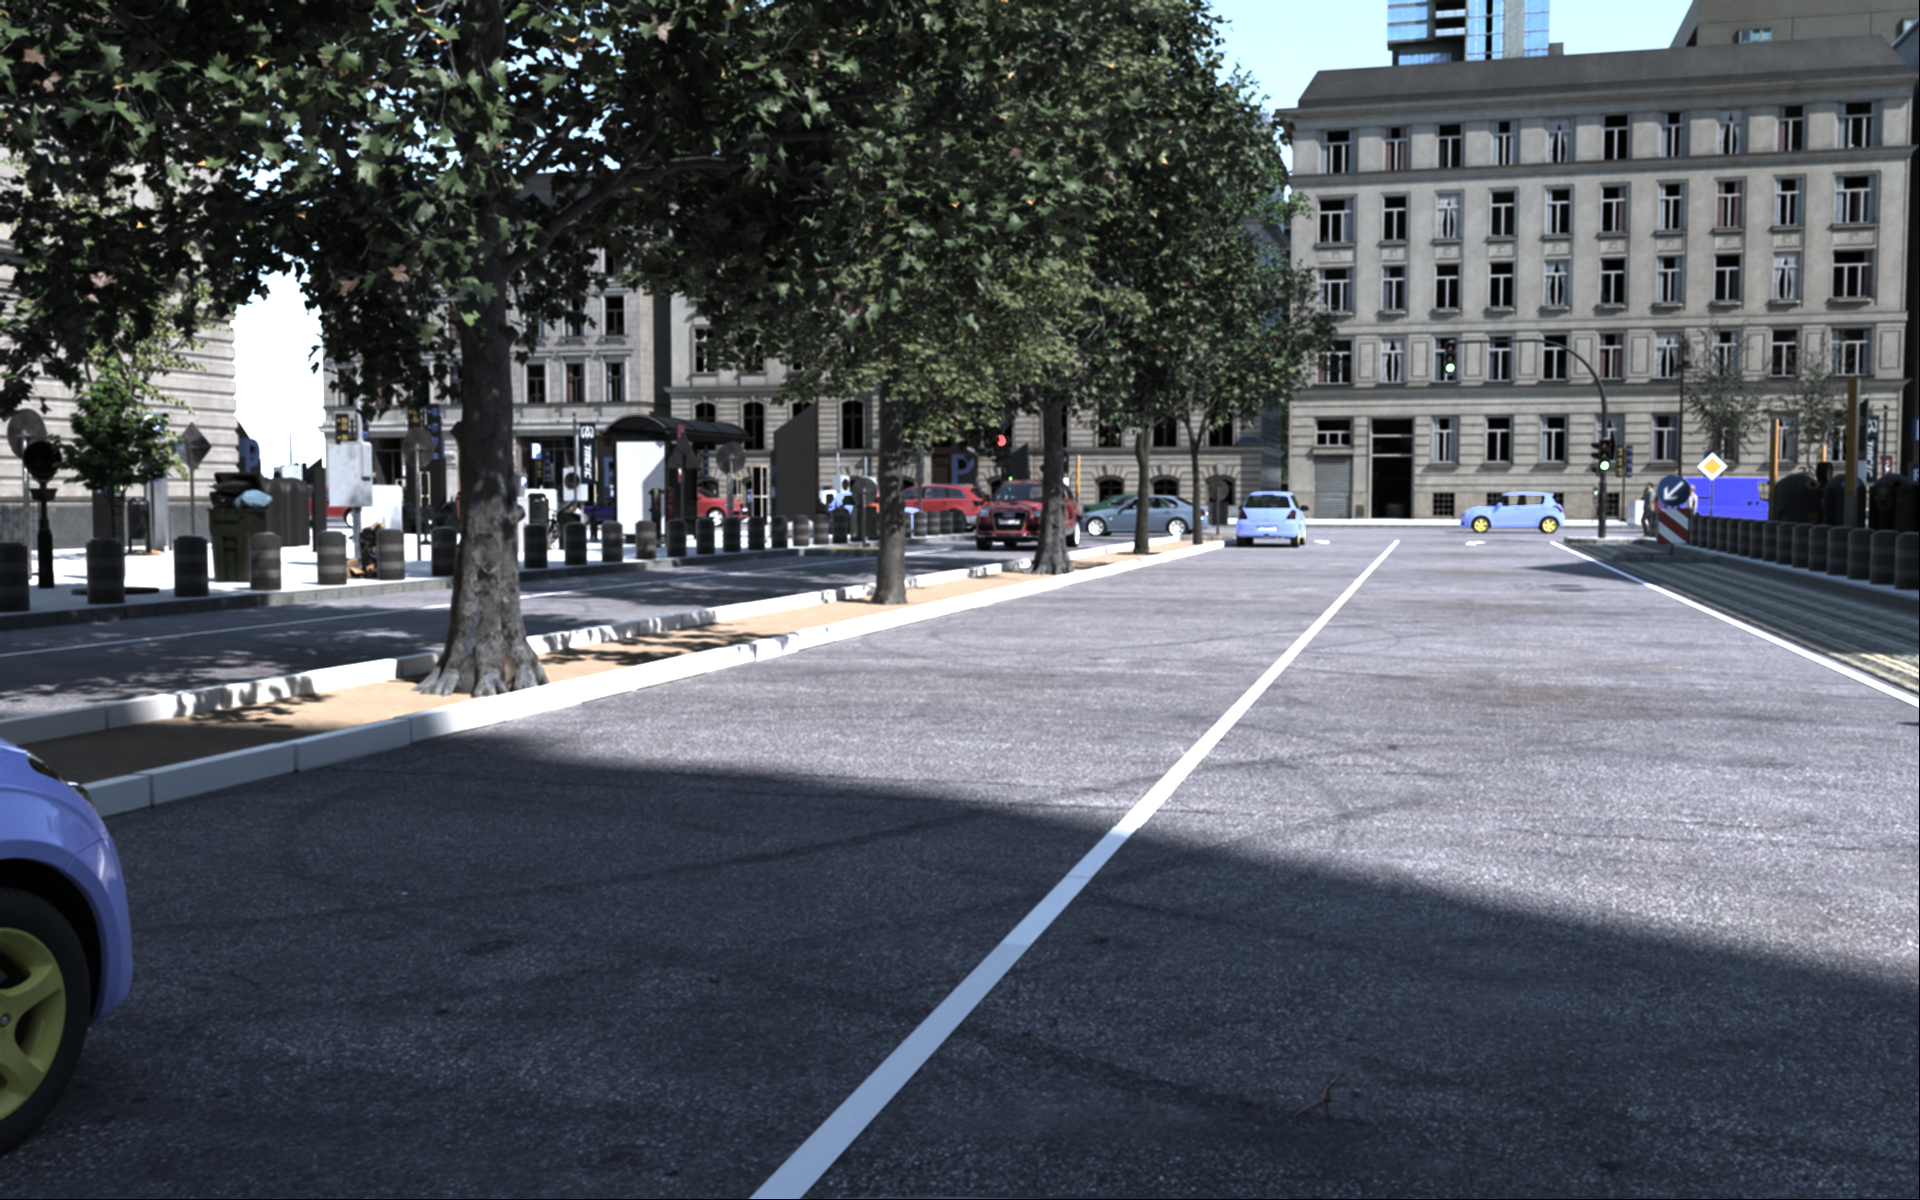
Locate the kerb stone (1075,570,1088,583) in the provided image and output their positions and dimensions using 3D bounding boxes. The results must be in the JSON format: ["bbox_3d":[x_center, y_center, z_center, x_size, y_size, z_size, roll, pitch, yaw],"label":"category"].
[{"bbox_3d":[1.890,-0.369,28.224,0.120,0.150,1.000,1,4,15],"label":"kerb stone"}]

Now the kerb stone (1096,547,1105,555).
[{"bbox_3d":[3.186,-1.129,40.710,0.120,0.150,1.000,1,4,15],"label":"kerb stone"}]

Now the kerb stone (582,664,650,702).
[{"bbox_3d":[-2.515,0.603,12.395,0.120,0.150,1.000,1,4,15],"label":"kerb stone"}]

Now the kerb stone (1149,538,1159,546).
[{"bbox_3d":[5.391,-1.618,48.647,0.120,0.150,1.000,1,4,15],"label":"kerb stone"}]

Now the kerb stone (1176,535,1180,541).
[{"bbox_3d":[6.495,-1.860,52.607,0.120,0.150,1.000,1,4,15],"label":"kerb stone"}]

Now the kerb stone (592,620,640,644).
[{"bbox_3d":[-3.428,0.322,16.933,0.120,0.150,1.000,1,4,15],"label":"kerb stone"}]

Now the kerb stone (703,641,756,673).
[{"bbox_3d":[-1.957,0.479,14.370,0.120,0.150,1.000,1,4,15],"label":"kerb stone"}]

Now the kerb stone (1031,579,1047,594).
[{"bbox_3d":[1.068,-0.187,25.251,0.120,0.150,1.000,1,4,15],"label":"kerb stone"}]

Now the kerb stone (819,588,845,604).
[{"bbox_3d":[-1.778,-0.042,22.878,0.120,0.150,1.000,1,4,15],"label":"kerb stone"}]

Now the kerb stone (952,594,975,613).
[{"bbox_3d":[-0.036,0.055,21.291,0.120,0.150,1.000,1,4,15],"label":"kerb stone"}]

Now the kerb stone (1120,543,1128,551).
[{"bbox_3d":[4.015,-1.315,43.687,0.120,0.150,1.000,1,4,15],"label":"kerb stone"}]

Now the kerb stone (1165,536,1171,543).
[{"bbox_3d":[5.953,-1.739,50.625,0.120,0.150,1.000,1,4,15],"label":"kerb stone"}]

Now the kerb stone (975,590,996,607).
[{"bbox_3d":[0.244,-0.005,22.279,0.120,0.150,1.000,1,4,15],"label":"kerb stone"}]

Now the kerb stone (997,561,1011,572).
[{"bbox_3d":[0.710,-0.585,31.782,0.120,0.150,1.000,1,4,15],"label":"kerb stone"}]

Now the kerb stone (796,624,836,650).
[{"bbox_3d":[-1.420,0.358,16.350,0.120,0.150,1.000,1,4,15],"label":"kerb stone"}]

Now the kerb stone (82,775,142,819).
[{"bbox_3d":[-3.892,0.906,7.445,0.120,0.150,1.000,1,4,15],"label":"kerb stone"}]

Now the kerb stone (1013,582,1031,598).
[{"bbox_3d":[0.793,-0.126,24.261,0.120,0.150,1.000,1,4,15],"label":"kerb stone"}]

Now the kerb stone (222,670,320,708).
[{"bbox_3d":[-4.809,0.629,11.984,0.120,0.150,1.000,1,4,15],"label":"kerb stone"}]

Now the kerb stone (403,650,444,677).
[{"bbox_3d":[-4.255,0.504,13.960,0.120,0.150,1.000,1,4,15],"label":"kerb stone"}]

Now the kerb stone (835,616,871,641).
[{"bbox_3d":[-1.134,0.297,17.334,0.120,0.150,1.000,1,4,15],"label":"kerb stone"}]

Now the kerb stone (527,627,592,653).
[{"bbox_3d":[-3.704,0.382,15.946,0.120,0.150,1.000,1,4,15],"label":"kerb stone"}]

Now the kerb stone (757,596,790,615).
[{"bbox_3d":[-2.323,0.082,20.894,0.120,0.150,1.000,1,4,15],"label":"kerb stone"}]

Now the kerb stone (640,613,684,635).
[{"bbox_3d":[-3.151,0.261,17.927,0.120,0.150,1.000,1,4,15],"label":"kerb stone"}]

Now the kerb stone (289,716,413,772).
[{"bbox_3d":[-3.332,0.785,9.431,0.120,0.150,1.000,1,4,15],"label":"kerb stone"}]

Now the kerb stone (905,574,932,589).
[{"bbox_3d":[-0.669,-0.284,26.833,0.120,0.150,1.000,1,4,15],"label":"kerb stone"}]

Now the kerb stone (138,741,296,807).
[{"bbox_3d":[-3.614,0.842,8.431,0.120,0.150,1.000,1,4,15],"label":"kerb stone"}]

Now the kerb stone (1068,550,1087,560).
[{"bbox_3d":[2.633,-1.011,38.722,0.120,0.150,1.000,1,4,15],"label":"kerb stone"}]

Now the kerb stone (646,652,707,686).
[{"bbox_3d":[-2.238,0.539,13.381,0.120,0.150,1.000,1,4,15],"label":"kerb stone"}]

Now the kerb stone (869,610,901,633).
[{"bbox_3d":[-0.858,0.237,18.326,0.120,0.150,1.000,1,4,15],"label":"kerb stone"}]

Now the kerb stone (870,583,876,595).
[{"bbox_3d":[-1.223,-0.160,24.852,0.120,0.150,1.000,1,4,15],"label":"kerb stone"}]

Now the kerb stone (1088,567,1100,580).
[{"bbox_3d":[2.166,-0.429,29.214,0.120,0.150,1.000,1,4,15],"label":"kerb stone"}]

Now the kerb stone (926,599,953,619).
[{"bbox_3d":[-0.311,0.116,20.303,0.120,0.150,1.000,1,4,15],"label":"kerb stone"}]

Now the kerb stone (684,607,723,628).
[{"bbox_3d":[-2.870,0.200,18.919,0.120,0.150,1.000,1,4,15],"label":"kerb stone"}]

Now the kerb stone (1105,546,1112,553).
[{"bbox_3d":[3.459,-1.193,41.699,0.120,0.150,1.000,1,4,15],"label":"kerb stone"}]

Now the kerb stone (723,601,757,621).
[{"bbox_3d":[-2.604,0.140,19.908,0.120,0.150,1.000,1,4,15],"label":"kerb stone"}]

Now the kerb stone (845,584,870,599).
[{"bbox_3d":[-1.496,-0.102,23.864,0.120,0.150,1.000,1,4,15],"label":"kerb stone"}]

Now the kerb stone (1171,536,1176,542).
[{"bbox_3d":[6.224,-1.799,51.618,0.120,0.150,1.000,1,4,15],"label":"kerb stone"}]

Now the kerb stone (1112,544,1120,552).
[{"bbox_3d":[3.739,-1.254,42.694,0.120,0.150,1.000,1,4,15],"label":"kerb stone"}]

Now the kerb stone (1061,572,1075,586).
[{"bbox_3d":[1.613,-0.308,27.230,0.120,0.150,1.000,1,4,15],"label":"kerb stone"}]

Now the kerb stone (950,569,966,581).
[{"bbox_3d":[-0.125,-0.405,28.813,0.120,0.150,1.000,1,4,15],"label":"kerb stone"}]

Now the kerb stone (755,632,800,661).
[{"bbox_3d":[-1.675,0.423,15.358,0.120,0.150,1.000,1,4,15],"label":"kerb stone"}]

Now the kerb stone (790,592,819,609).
[{"bbox_3d":[-2.045,0.019,21.880,0.120,0.150,1.000,1,4,15],"label":"kerb stone"}]

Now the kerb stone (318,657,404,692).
[{"bbox_3d":[-4.528,0.564,12.969,0.120,0.150,1.000,1,4,15],"label":"kerb stone"}]

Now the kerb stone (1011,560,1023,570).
[{"bbox_3d":[0.976,-0.647,32.780,0.120,0.150,1.000,1,4,15],"label":"kerb stone"}]

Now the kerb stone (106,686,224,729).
[{"bbox_3d":[-5.080,0.686,10.990,0.120,0.150,1.000,1,4,15],"label":"kerb stone"}]

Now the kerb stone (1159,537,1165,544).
[{"bbox_3d":[5.669,-1.678,49.635,0.120,0.150,1.000,1,4,15],"label":"kerb stone"}]

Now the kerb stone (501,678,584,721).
[{"bbox_3d":[-2.785,0.660,11.406,0.120,0.150,1.000,1,4,15],"label":"kerb stone"}]

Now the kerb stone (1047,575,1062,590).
[{"bbox_3d":[1.344,-0.241,26.238,0.120,0.150,1.000,1,4,15],"label":"kerb stone"}]

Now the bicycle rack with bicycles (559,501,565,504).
[{"bbox_3d":[-19.889,-4.451,86.151,2.925,0.926,2.852,1,4,12],"label":"bicycle rack with bicycles"}]

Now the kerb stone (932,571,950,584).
[{"bbox_3d":[-0.400,-0.344,27.822,0.120,0.150,1.000,1,4,15],"label":"kerb stone"}]

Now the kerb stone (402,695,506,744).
[{"bbox_3d":[-3.064,0.720,10.420,0.120,0.150,1.000,1,4,15],"label":"kerb stone"}]

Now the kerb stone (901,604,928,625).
[{"bbox_3d":[-0.587,0.178,19.316,0.120,0.150,1.000,1,4,15],"label":"kerb stone"}]

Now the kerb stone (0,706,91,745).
[{"bbox_3d":[-5.357,0.746,10.003,0.120,0.150,1.000,1,4,15],"label":"kerb stone"}]

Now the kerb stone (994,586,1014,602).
[{"bbox_3d":[0.516,-0.066,23.274,0.120,0.150,1.000,1,4,15],"label":"kerb stone"}]

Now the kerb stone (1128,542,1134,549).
[{"bbox_3d":[4.290,-1.370,44.678,0.120,0.150,1.000,1,4,15],"label":"kerb stone"}]

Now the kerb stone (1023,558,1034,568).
[{"bbox_3d":[1.256,-0.707,33.765,0.120,0.150,1.000,1,4,15],"label":"kerb stone"}]

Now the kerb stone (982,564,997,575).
[{"bbox_3d":[0.426,-0.524,30.797,0.120,0.150,1.000,1,4,15],"label":"kerb stone"}]

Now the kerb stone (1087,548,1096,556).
[{"bbox_3d":[2.910,-1.071,39.712,0.120,0.150,1.000,1,4,15],"label":"kerb stone"}]

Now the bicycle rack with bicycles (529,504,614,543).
[{"bbox_3d":[-10.313,-1.972,45.626,2.852,0.926,2.925,-2,4,-25],"label":"bicycle rack with bicycles"}]

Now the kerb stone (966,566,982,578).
[{"bbox_3d":[0.148,-0.463,29.806,0.120,0.150,1.000,1,4,15],"label":"kerb stone"}]
